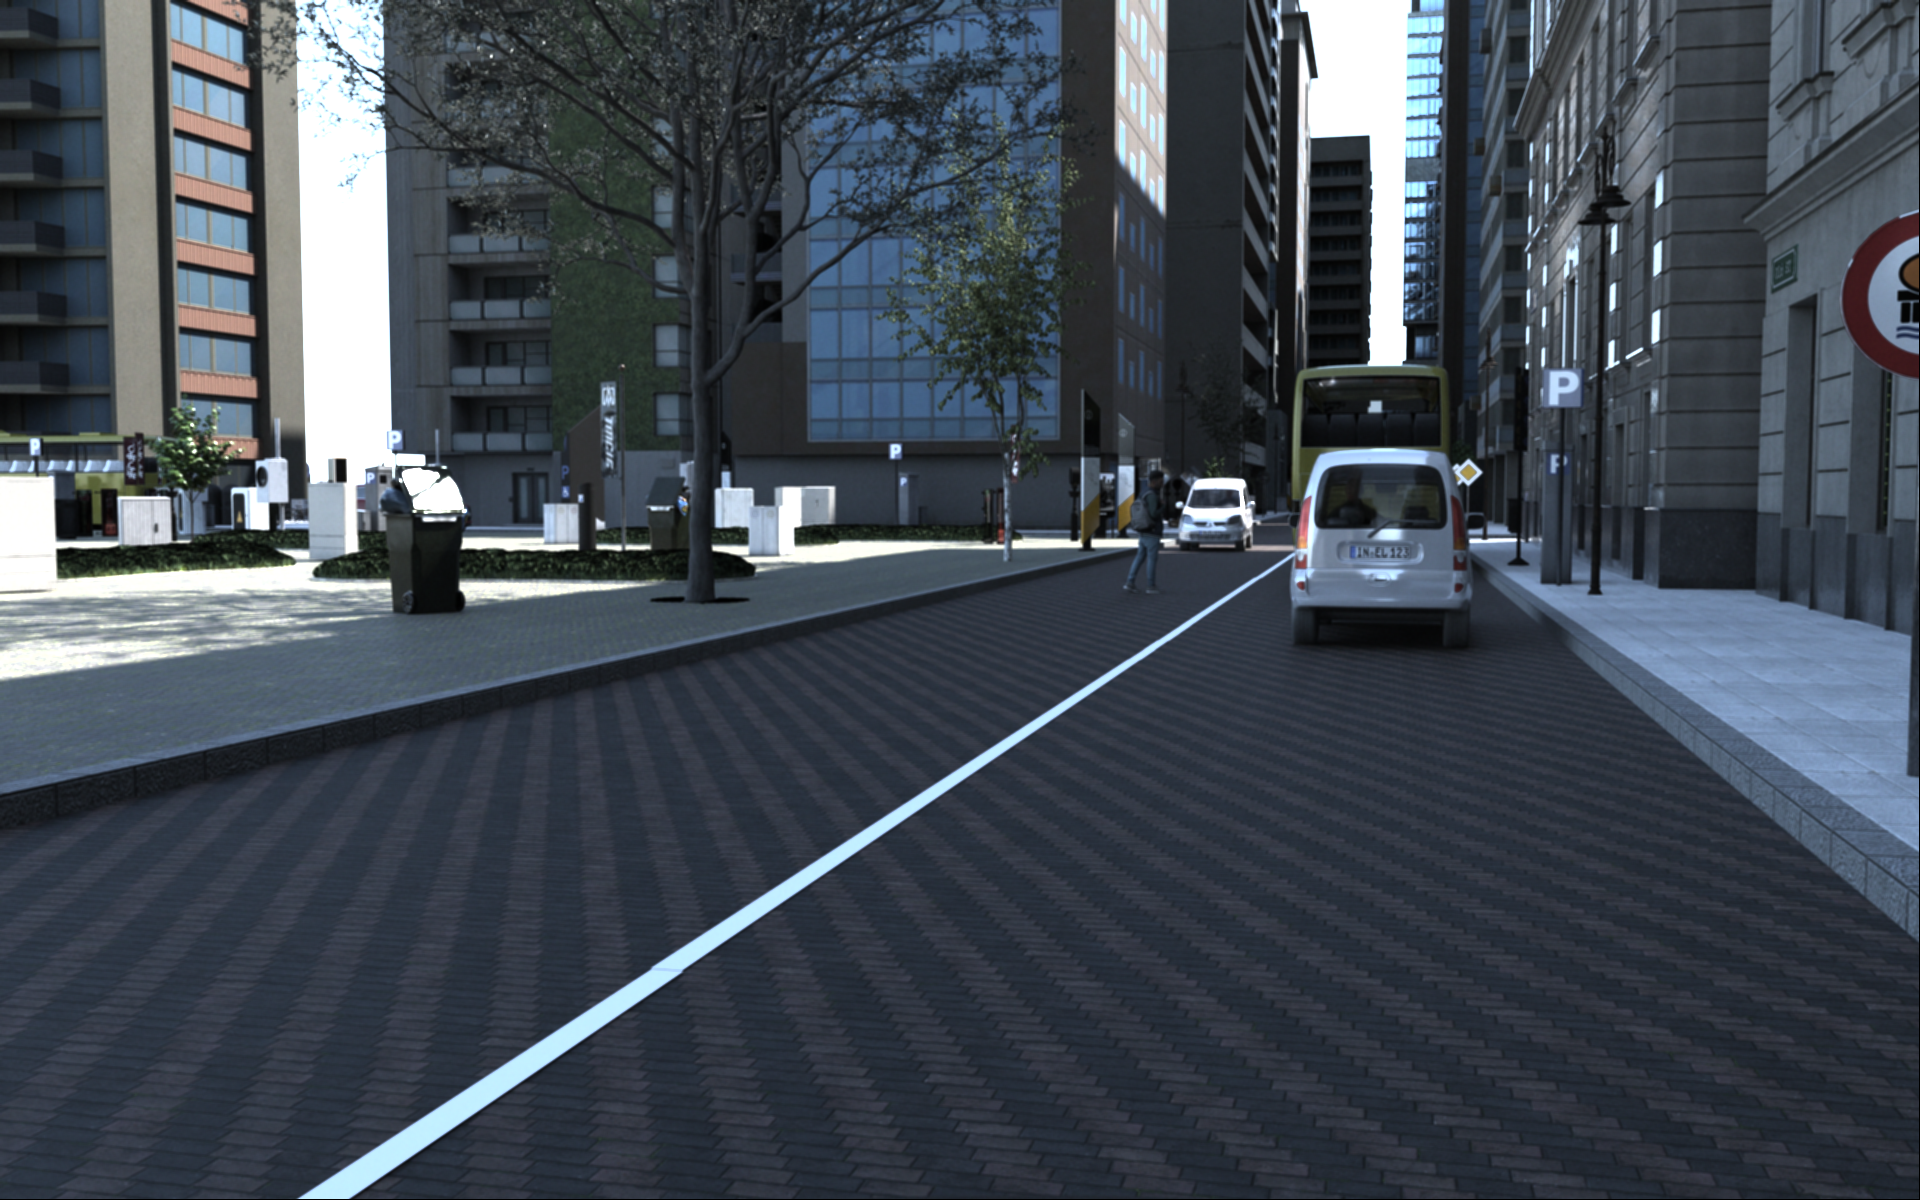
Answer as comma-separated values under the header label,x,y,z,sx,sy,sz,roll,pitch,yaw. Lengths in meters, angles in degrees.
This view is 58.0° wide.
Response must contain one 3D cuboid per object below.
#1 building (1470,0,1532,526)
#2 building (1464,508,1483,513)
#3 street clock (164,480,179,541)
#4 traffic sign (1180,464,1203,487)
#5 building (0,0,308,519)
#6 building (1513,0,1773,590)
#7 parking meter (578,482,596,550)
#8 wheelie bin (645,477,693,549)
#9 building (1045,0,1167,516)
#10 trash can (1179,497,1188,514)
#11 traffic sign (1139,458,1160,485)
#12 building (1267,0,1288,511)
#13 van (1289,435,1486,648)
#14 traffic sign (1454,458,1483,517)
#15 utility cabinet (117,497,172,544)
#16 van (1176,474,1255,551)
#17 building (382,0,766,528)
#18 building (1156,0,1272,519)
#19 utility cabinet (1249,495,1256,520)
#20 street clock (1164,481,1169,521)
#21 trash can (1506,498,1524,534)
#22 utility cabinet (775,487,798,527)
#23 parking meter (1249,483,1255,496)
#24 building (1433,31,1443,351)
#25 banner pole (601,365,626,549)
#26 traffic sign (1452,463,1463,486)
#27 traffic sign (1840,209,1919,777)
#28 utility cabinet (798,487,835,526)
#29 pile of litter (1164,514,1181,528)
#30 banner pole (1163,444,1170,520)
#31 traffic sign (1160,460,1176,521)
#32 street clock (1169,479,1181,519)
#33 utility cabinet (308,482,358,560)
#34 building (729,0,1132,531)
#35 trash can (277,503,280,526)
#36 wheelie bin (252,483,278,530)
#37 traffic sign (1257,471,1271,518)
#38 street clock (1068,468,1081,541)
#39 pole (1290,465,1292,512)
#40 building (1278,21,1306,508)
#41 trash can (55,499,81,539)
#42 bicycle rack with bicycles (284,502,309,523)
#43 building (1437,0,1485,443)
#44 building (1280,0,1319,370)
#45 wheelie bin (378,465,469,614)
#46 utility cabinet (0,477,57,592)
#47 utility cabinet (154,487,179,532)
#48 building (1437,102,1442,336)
label,x,y,z,sx,sy,sz,roll,pitch,yaw
building,33.928,-23.164,70.610,23.993,40.220,32.217,1,4,14
building,44.263,-48.711,109.088,22.319,86.520,31.000,1,4,14
street clock,-21.330,-2.588,46.884,0.358,2.002,0.471,-2,4,-27
traffic sign,7.806,-3.350,58.407,0.795,2.450,0.064,1,4,14
building,-48.517,-26.302,84.665,28.867,44.769,22.147,1,4,14
building,17.812,-14.420,33.032,12.463,27.353,25.104,1,4,14
parking meter,-8.056,-1.775,37.432,0.372,1.533,0.369,0,3,0
wheelie bin,-5.279,-1.440,31.446,0.980,1.594,0.693,2,4,25
building,14.913,-29.043,124.971,14.600,45.320,14.200,1,4,14
trash can,11.144,-4.508,85.363,0.748,1.137,0.748,0,3,0
traffic sign,5.376,-2.884,49.288,0.606,2.300,0.079,1,4,20
building,17.255,-51.062,147.535,22.319,86.520,31.000,1,4,14
van,4.331,-0.652,17.677,2.013,2.044,4.112,1,4,15
traffic sign,14.249,-2.749,48.592,0.795,2.450,0.064,1,4,14
utility cabinet,-17.686,-1.616,37.588,1.020,1.237,0.306,-3,5,-43
van,6.658,-2.315,44.855,2.013,2.044,4.112,1,4,13
building,-15.257,-23.701,71.106,14.086,41.232,14.154,1,4,14
building,6.534,-29.150,100.304,21.300,48.544,21.600,1,4,14
utility cabinet,14.386,-4.529,85.203,0.306,1.237,1.020,1,4,11
street clock,9.982,-4.817,83.323,0.358,2.002,0.471,0,4,6
trash can,18.155,-2.735,56.365,0.748,1.137,0.748,0,3,0
utility cabinet,-5.292,-2.744,53.545,0.318,1.500,1.173,2,4,27
parking meter,15.395,-5.235,91.297,0.255,1.863,0.399,2,4,26
building,53.949,-30.583,154.651,22.147,44.769,28.867,1,4,14
banner pole,-6.718,-2.673,33.718,0.863,3.779,0.401,3,4,39
traffic sign,16.149,-3.224,56.349,0.795,2.450,0.064,1,4,14
traffic sign,4.356,-0.471,7.806,0.768,2.556,0.104,1,4,18
utility cabinet,-4.284,-2.660,52.170,1.173,1.500,0.318,3,5,40
pile of litter,8.497,-3.204,66.356,1.719,0.858,1.176,-1,4,-13
banner pole,10.278,-5.872,86.024,0.401,3.779,0.863,0,4,0
traffic sign,5.905,-2.875,50.650,0.795,2.450,0.064,1,4,14
street clock,10.413,-4.796,82.982,0.471,2.002,0.358,1,4,12
utility cabinet,-12.057,-1.508,33.329,1.173,1.500,0.318,3,4,37
building,0.258,-25.494,66.936,14.600,45.320,14.200,1,4,14
trash can,-27.885,-3.584,70.245,0.748,1.137,0.748,0,3,0
wheelie bin,-20.137,-2.584,50.151,0.693,1.594,0.980,2,4,27
traffic sign,16.608,-5.789,94.755,0.768,2.556,0.104,1,4,21
street clock,3.130,-2.614,47.307,0.358,2.002,0.471,0,4,-5
pole,23.308,-7.813,121.580,0.158,3.312,0.155,0,3,0
building,26.325,-31.785,169.802,14.600,45.320,14.200,1,4,14
trash can,-25.405,-2.300,49.262,0.748,1.137,0.748,0,3,0
bicycle rack with bicycles,-29.120,-3.947,77.910,2.925,0.926,2.852,1,4,15
building,44.632,-29.630,134.555,14.600,45.320,14.200,1,4,14
building,25.142,-36.923,192.922,27.495,52.752,28.713,1,4,14
wheelie bin,-5.837,-0.664,18.764,0.693,1.594,0.980,3,5,42
utility cabinet,-12.384,-0.842,22.441,0.318,1.500,1.173,2,4,35
utility cabinet,-25.834,-2.955,56.991,1.173,1.500,0.318,-1,4,-11
building,62.083,-34.459,183.014,23.786,49.044,30.456,1,4,14
